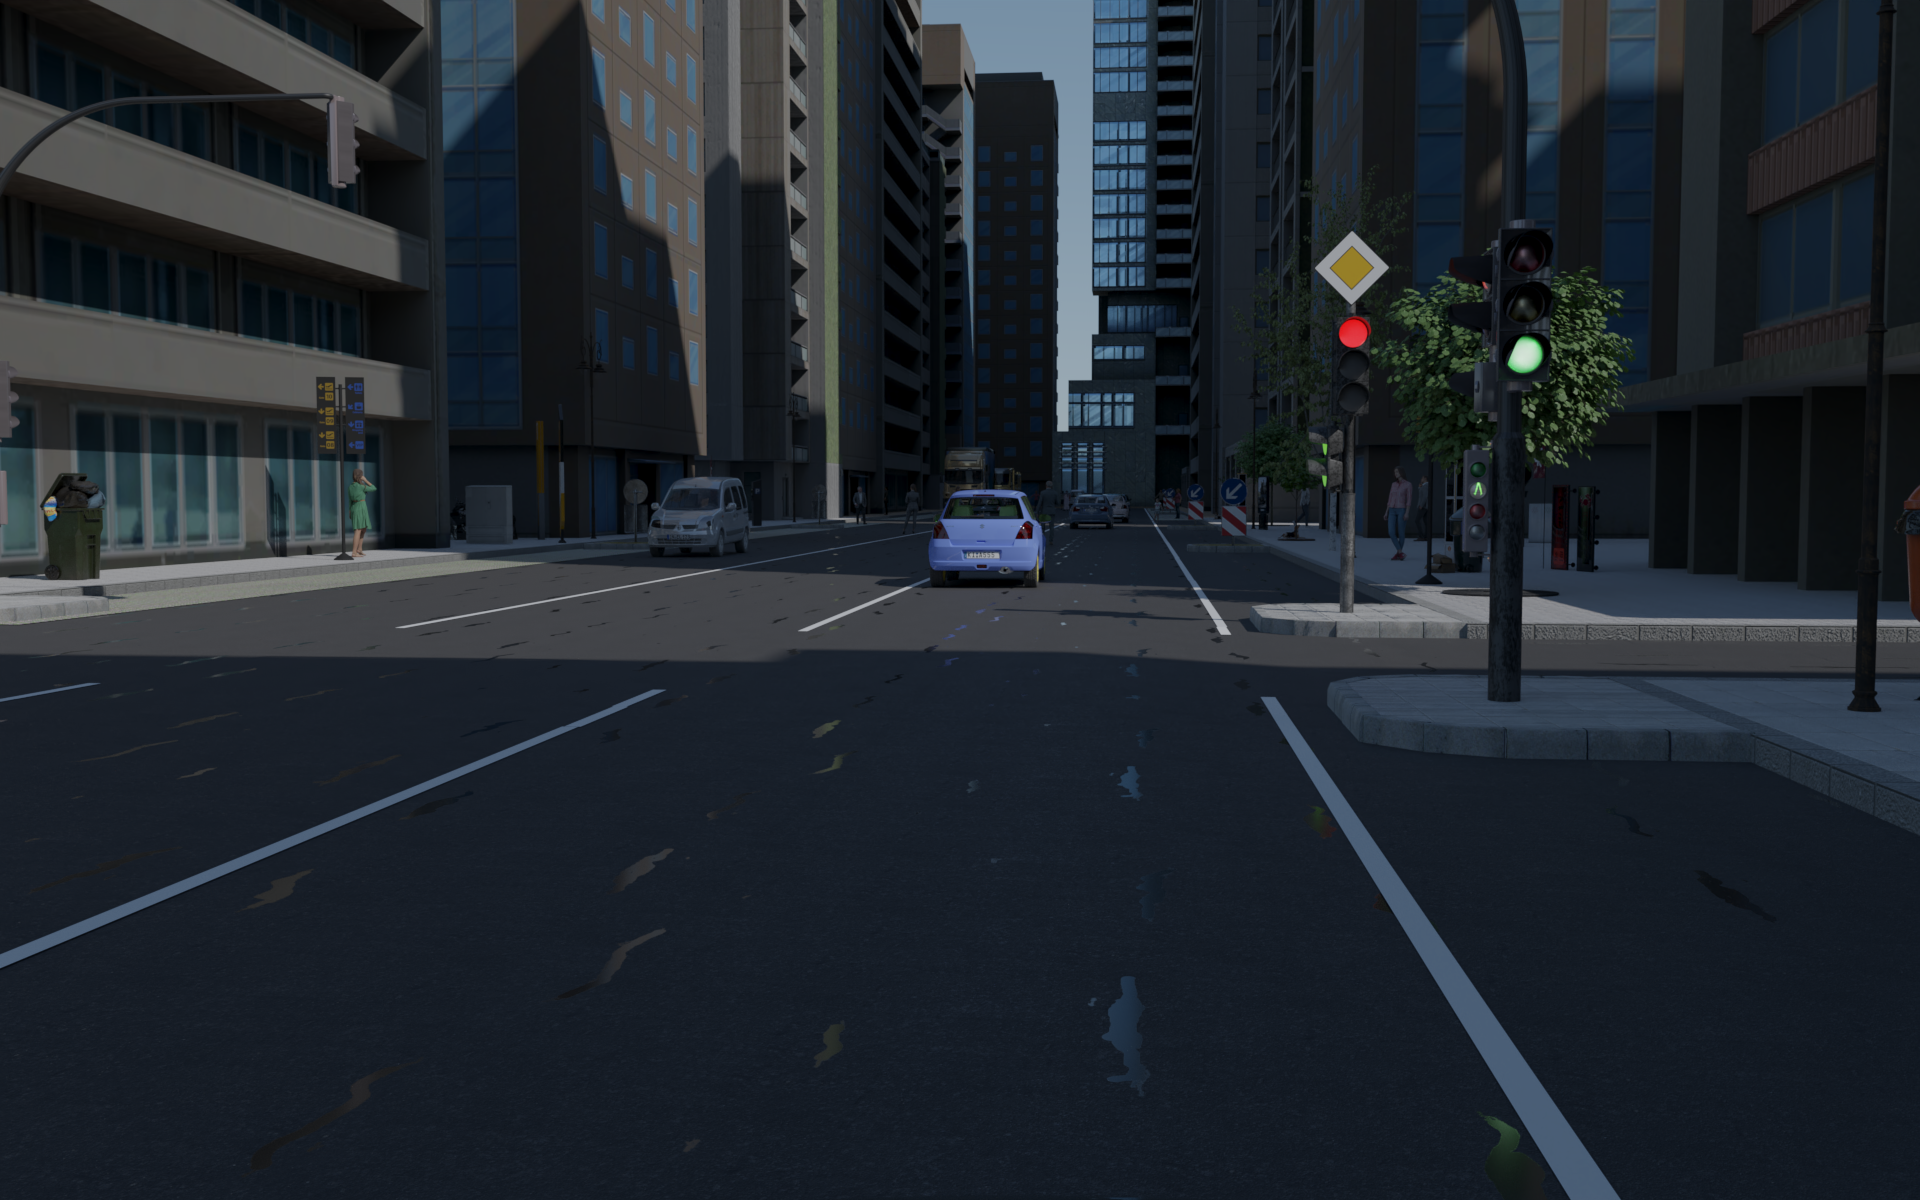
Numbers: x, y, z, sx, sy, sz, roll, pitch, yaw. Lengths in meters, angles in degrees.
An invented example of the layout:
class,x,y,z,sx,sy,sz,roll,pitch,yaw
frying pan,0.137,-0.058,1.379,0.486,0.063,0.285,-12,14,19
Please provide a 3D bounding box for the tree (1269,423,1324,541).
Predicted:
class,x,y,z,sx,sy,sz,roll,pitch,yaw
tree,9.243,-3.232,47.448,1.663,3.219,1.824,0,3,0

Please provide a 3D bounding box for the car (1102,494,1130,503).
class,x,y,z,sx,sy,sz,roll,pitch,yaw
car,8.998,-5.555,102.614,2.131,1.459,4.920,0,4,5

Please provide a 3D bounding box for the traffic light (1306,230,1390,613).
class,x,y,z,sx,sy,sz,roll,pitch,yaw
traffic light,4.165,-1.817,18.628,0.839,4.253,0.868,0,4,6

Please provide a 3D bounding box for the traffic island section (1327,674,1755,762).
class,x,y,z,sx,sy,sz,roll,pitch,yaw
traffic island section,3.400,0.703,10.793,2.009,0.180,2.903,0,4,6

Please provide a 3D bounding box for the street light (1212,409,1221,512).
class,x,y,z,sx,sy,sz,roll,pitch,yaw
street light,13.704,-7.323,92.522,0.468,5.910,1.993,0,4,6

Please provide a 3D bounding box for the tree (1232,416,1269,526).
class,x,y,z,sx,sy,sz,roll,pitch,yaw
tree,12.648,-5.256,69.646,4.285,4.588,4.351,0,3,0

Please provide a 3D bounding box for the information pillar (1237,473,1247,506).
class,x,y,z,sx,sy,sz,roll,pitch,yaw
information pillar,10.042,-3.502,61.747,0.304,2.012,0.304,0,4,0

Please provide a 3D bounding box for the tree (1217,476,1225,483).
class,x,y,z,sx,sy,sz,roll,pitch,yaw
tree,15.371,-6.250,96.782,1.663,3.219,1.824,0,3,0

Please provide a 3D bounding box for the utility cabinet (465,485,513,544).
class,x,y,z,sx,sy,sz,roll,pitch,yaw
utility cabinet,-12.053,-2.179,44.307,1.173,1.500,0.318,1,4,16

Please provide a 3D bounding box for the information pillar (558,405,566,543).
class,x,y,z,sx,sy,sz,roll,pitch,yaw
information pillar,-10.406,-3.295,45.233,0.183,3.616,0.504,-1,4,-17

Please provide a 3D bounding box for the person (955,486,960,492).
class,x,y,z,sx,sy,sz,roll,pitch,yaw
person,0.049,-4.237,78.055,0.573,1.790,0.520,-1,4,-8

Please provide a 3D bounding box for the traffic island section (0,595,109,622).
class,x,y,z,sx,sy,sz,roll,pitch,yaw
traffic island section,-11.457,0.120,20.322,2.009,0.180,2.903,0,4,6

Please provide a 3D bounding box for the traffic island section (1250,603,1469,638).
class,x,y,z,sx,sy,sz,roll,pitch,yaw
traffic island section,4.204,0.217,18.738,2.009,0.180,2.903,0,4,6

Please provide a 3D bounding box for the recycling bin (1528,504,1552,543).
class,x,y,z,sx,sy,sz,roll,pitch,yaw
recycling bin,15.435,-2.017,45.537,0.722,1.027,0.722,3,5,42

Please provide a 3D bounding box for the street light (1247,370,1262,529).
class,x,y,z,sx,sy,sz,roll,pitch,yaw
street light,10.779,-5.545,63.445,0.468,5.910,1.993,0,4,6

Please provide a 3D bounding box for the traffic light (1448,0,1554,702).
class,x,y,z,sx,sy,sz,roll,pitch,yaw
traffic light,1.271,-2.207,10.752,4.771,5.953,1.251,0,4,6

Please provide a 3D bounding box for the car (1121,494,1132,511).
class,x,y,z,sx,sy,sz,roll,pitch,yaw
car,13.760,-8.499,148.745,2.009,1.686,4.222,0,4,5

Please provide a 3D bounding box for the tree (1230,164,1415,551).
class,x,y,z,sx,sy,sz,roll,pitch,yaw
tree,8.405,-5.438,39.276,4.737,8.622,4.395,0,3,0

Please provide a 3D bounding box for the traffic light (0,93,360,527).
class,x,y,z,sx,sy,sz,roll,pitch,yaw
traffic light,-9.328,-2.773,20.008,4.771,5.953,1.251,0,4,6

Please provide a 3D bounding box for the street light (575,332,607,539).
class,x,y,z,sx,sy,sz,roll,pitch,yaw
street light,-10.512,-4.693,49.514,0.468,5.910,1.993,0,4,6

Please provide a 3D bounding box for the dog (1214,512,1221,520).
class,x,y,z,sx,sy,sz,roll,pitch,yaw
dog,13.110,-4.269,87.533,0.748,0.427,0.550,0,4,-6

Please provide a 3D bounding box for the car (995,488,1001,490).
class,x,y,z,sx,sy,sz,roll,pitch,yaw
car,2.031,-6.600,116.578,2.281,1.827,5.304,0,4,5

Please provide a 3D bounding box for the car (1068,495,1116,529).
class,x,y,z,sx,sy,sz,roll,pitch,yaw
car,5.505,-3.691,72.349,2.014,1.417,4.499,0,4,6

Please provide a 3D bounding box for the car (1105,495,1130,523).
class,x,y,z,sx,sy,sz,roll,pitch,yaw
car,7.605,-4.620,87.903,2.083,1.381,4.827,0,4,4

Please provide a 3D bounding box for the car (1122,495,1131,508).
class,x,y,z,sx,sy,sz,roll,pitch,yaw
car,10.396,-6.331,115.521,2.014,1.417,4.499,0,4,4

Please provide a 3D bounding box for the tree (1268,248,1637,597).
class,x,y,z,sx,sy,sz,roll,pitch,yaw
tree,6.851,-2.345,22.061,4.285,4.588,4.351,0,3,0

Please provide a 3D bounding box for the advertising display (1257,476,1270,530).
class,x,y,z,sx,sy,sz,roll,pitch,yaw
advertising display,10.855,-3.470,61.948,0.123,1.923,0.974,-1,4,-9

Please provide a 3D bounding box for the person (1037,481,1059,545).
class,x,y,z,sx,sy,sz,roll,pitch,yaw
person,2.479,-2.476,49.163,0.661,1.801,0.590,-1,4,-11

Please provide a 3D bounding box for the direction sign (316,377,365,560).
class,x,y,z,sx,sy,sz,roll,pitch,yaw
direction sign,-11.975,-2.542,33.560,0.876,3.537,0.379,-1,4,-11

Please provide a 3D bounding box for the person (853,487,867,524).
class,x,y,z,sx,sy,sz,roll,pitch,yaw
person,-4.643,-4.416,81.091,0.661,1.777,0.834,-2,4,-27

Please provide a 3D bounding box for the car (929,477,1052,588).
class,x,y,z,sx,sy,sz,roll,pitch,yaw
car,0.493,-1.117,27.862,1.945,1.707,3.694,0,4,5

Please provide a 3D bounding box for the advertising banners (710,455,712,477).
class,x,y,z,sx,sy,sz,roll,pitch,yaw
advertising banners,-11.139,-5.001,77.961,0.090,3.025,2.074,-1,4,-11

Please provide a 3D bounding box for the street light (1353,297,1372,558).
class,x,y,z,sx,sy,sz,roll,pitch,yaw
street light,7.898,-3.787,34.703,0.468,5.910,1.993,0,4,6

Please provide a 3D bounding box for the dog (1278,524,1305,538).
class,x,y,z,sx,sy,sz,roll,pitch,yaw
dog,9.663,-2.001,50.459,0.550,0.427,0.748,-2,4,-26

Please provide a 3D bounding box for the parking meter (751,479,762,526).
class,x,y,z,sx,sy,sz,roll,pitch,yaw
parking meter,-8.160,-3.895,69.386,0.399,1.863,0.255,-1,4,-22

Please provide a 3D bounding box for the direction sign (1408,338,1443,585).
class,x,y,z,sx,sy,sz,roll,pitch,yaw
direction sign,6.689,-1.994,24.601,0.379,3.537,0.876,-2,4,-31

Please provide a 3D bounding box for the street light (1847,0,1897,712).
class,x,y,z,sx,sy,sz,roll,pitch,yaw
street light,5.360,-2.281,10.088,0.468,5.910,1.993,0,4,6

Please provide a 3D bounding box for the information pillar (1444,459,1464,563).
class,x,y,z,sx,sy,sz,roll,pitch,yaw
information pillar,8.611,-1.559,29.987,0.304,2.012,0.304,-1,4,-18

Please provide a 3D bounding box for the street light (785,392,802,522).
class,x,y,z,sx,sy,sz,roll,pitch,yaw
street light,-7.536,-6.472,78.602,0.468,5.910,1.993,0,4,6

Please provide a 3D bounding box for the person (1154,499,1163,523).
class,x,y,z,sx,sy,sz,roll,pitch,yaw
person,9.887,-4.450,86.279,0.505,1.210,0.382,1,4,17

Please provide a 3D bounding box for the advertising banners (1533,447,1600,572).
class,x,y,z,sx,sy,sz,roll,pitch,yaw
advertising banners,10.155,-2.019,29.198,0.090,3.025,2.074,-1,4,-13
